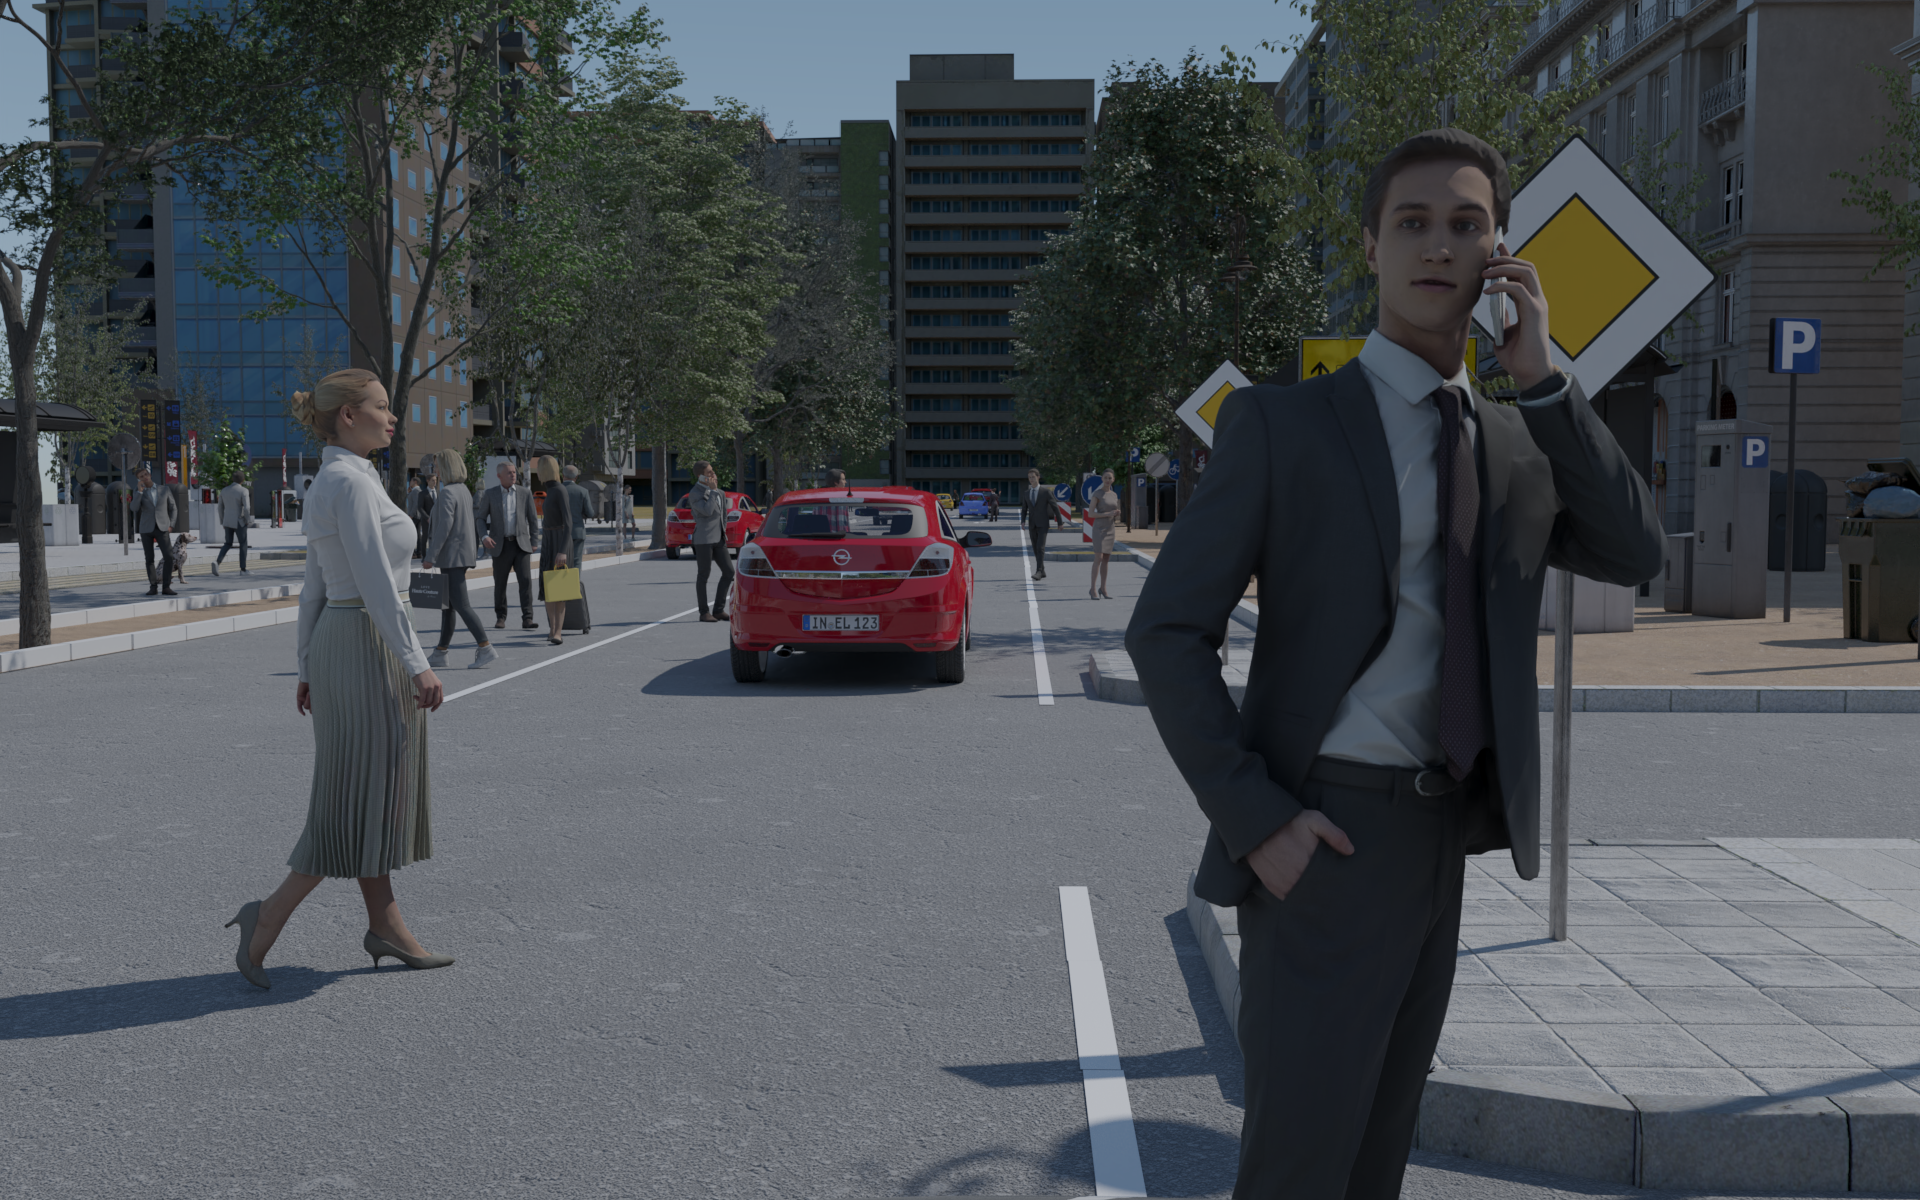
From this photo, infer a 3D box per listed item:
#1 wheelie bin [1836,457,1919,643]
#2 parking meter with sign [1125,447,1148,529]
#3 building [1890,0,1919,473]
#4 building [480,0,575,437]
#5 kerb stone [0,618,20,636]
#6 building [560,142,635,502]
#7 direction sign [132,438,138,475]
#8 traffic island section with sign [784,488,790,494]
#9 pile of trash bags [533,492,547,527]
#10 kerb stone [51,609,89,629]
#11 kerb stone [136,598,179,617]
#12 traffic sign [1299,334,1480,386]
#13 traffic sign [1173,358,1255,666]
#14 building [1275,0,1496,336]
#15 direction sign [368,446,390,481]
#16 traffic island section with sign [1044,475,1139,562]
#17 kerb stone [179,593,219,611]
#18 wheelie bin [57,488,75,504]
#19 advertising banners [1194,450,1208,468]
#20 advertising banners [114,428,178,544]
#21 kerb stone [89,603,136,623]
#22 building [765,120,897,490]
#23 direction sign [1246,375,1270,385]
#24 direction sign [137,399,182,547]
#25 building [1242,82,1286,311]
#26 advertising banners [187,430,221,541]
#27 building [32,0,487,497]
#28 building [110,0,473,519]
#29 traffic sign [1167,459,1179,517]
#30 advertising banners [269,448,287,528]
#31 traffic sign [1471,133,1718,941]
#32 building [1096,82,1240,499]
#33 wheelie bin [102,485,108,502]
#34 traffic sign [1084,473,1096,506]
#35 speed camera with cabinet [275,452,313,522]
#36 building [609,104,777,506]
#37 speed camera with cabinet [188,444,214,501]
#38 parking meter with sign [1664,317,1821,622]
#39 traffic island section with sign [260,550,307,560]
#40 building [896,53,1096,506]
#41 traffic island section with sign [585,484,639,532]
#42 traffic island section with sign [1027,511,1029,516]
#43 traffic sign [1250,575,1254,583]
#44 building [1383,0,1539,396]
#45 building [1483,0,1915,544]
[{"bbox_3d":[8.105,-0.441,15.126,0.693,1.594,0.980,0,4,-2],"label":"wheelie bin"},{"bbox_3d":[6.553,-4.126,63.713,0.543,3.016,1.738,-1,4,-9],"label":"parking meter with sign"},{"bbox_3d":[32.858,-14.349,31.872,25.104,27.353,12.463,0,4,2],"label":"building"},{"bbox_3d":[-38.896,-28.330,117.815,22.147,44.769,28.867,0,4,2],"label":"building"},{"bbox_3d":[-9.702,0.288,17.489,0.120,0.150,1.000,0,4,2],"label":"kerb stone"},{"bbox_3d":[-35.014,-22.815,144.718,14.107,30.474,14.160,0,4,2],"label":"building"},{"bbox_3d":[-33.249,-4.785,70.238,0.876,3.537,0.379,2,4,26],"label":"direction sign"},{"bbox_3d":[-11.603,-6.541,115.574,1.989,1.847,2.006,0,4,2],"label":"traffic island section with sign"},{"bbox_3d":[-17.818,-3.543,67.684,3.447,1.369,1.912,0,4,-3],"label":"pile of trash bags"},{"bbox_3d":[-9.668,0.228,18.517,0.120,0.150,1.000,0,4,2],"label":"kerb stone"},{"bbox_3d":[-9.606,0.100,20.562,0.120,0.150,1.000,0,4,2],"label":"kerb stone"},{"bbox_3d":[5.491,-1.738,22.286,2.265,3.308,0.079,0,4,5],"label":"traffic sign"},{"bbox_3d":[1.981,-0.567,12.909,0.795,2.450,0.064,0,4,2],"label":"traffic sign"},{"bbox_3d":[38.717,-27.181,136.295,32.217,40.220,23.993,0,4,2],"label":"building"},{"bbox_3d":[-19.344,-4.027,57.833,0.876,3.537,0.379,1,4,15],"label":"direction sign"},{"bbox_3d":[2.825,-1.770,37.570,1.989,1.847,2.006,0,4,2],"label":"traffic island section with sign"},{"bbox_3d":[-9.562,0.037,21.584,0.120,0.150,1.000,0,4,2],"label":"kerb stone"},{"bbox_3d":[-31.264,-3.231,60.734,0.693,1.594,0.980,-2,4,-28],"label":"wheelie bin"},{"bbox_3d":[10.329,-4.437,68.730,2.074,3.025,0.090,1,4,8],"label":"advertising banners"},{"bbox_3d":[-21.248,-3.008,45.375,0.090,3.025,2.074,2,4,26],"label":"advertising banners"},{"bbox_3d":[-9.634,0.163,19.538,0.120,0.150,1.000,0,4,2],"label":"kerb stone"},{"bbox_3d":[-14.189,-31.137,192.689,14.086,41.232,14.154,0,4,2],"label":"building"},{"bbox_3d":[5.757,-2.517,33.150,0.876,3.537,0.379,-2,4,-30],"label":"direction sign"},{"bbox_3d":[-19.203,-3.039,41.681,0.876,3.537,0.379,-2,4,-34],"label":"direction sign"},{"bbox_3d":[36.598,-33.119,191.605,14.200,45.320,14.600,0,4,2],"label":"building"},{"bbox_3d":[-20.951,-3.180,48.176,0.090,3.025,2.074,0,4,2],"label":"advertising banners"},{"bbox_3d":[-56.897,-29.766,141.304,28.867,44.769,22.147,0,4,2],"label":"building"},{"bbox_3d":[-36.302,-27.262,95.840,14.600,45.320,14.200,0,4,2],"label":"building"},{"bbox_3d":[7.879,-3.834,62.793,0.768,2.556,0.104,0,4,5],"label":"traffic sign"},{"bbox_3d":[-25.720,-4.234,65.411,0.090,3.025,2.074,0,4,-4],"label":"advertising banners"},{"bbox_3d":[1.720,-0.079,4.928,0.795,2.450,0.064,0,4,2],"label":"traffic sign"},{"bbox_3d":[22.388,-33.114,191.527,14.200,45.320,14.600,0,4,2],"label":"building"},{"bbox_3d":[-30.946,-3.359,62.833,0.980,1.594,0.693,0,4,7],"label":"wheelie bin"},{"bbox_3d":[6.309,-5.020,84.213,0.606,2.300,0.079,1,4,11],"label":"traffic sign"},{"bbox_3d":[-31.211,-5.303,81.047,0.660,3.252,2.038,2,4,24],"label":"speed camera with cabinet"},{"bbox_3d":[-35.678,-33.216,197.700,28.867,44.769,22.147,0,4,2],"label":"building"},{"bbox_3d":[-30.420,-4.526,68.333,2.038,3.252,0.660,2,4,25],"label":"speed camera with cabinet"},{"bbox_3d":[8.050,-1.332,18.032,0.543,3.016,1.738,-1,4,-16],"label":"parking meter with sign"},{"bbox_3d":[-14.134,-1.820,38.383,1.989,1.847,2.006,0,4,2],"label":"traffic island section with sign"},{"bbox_3d":[4.064,-34.932,194.846,21.600,48.544,21.300,0,4,2],"label":"building"},{"bbox_3d":[-13.243,-3.481,65.544,1.989,1.847,2.006,0,4,2],"label":"traffic island section with sign"},{"bbox_3d":[5.341,-6.487,114.685,1.989,1.847,2.006,0,4,2],"label":"traffic island section with sign"},{"bbox_3d":[4.218,-1.521,24.974,0.768,2.556,0.104,1,4,10],"label":"traffic sign"},{"bbox_3d":[26.063,-15.178,77.038,11.050,23.489,19.941,0,4,2],"label":"building"},{"bbox_3d":[26.247,-13.033,54.894,13.314,21.916,24.055,0,4,2],"label":"building"}]
